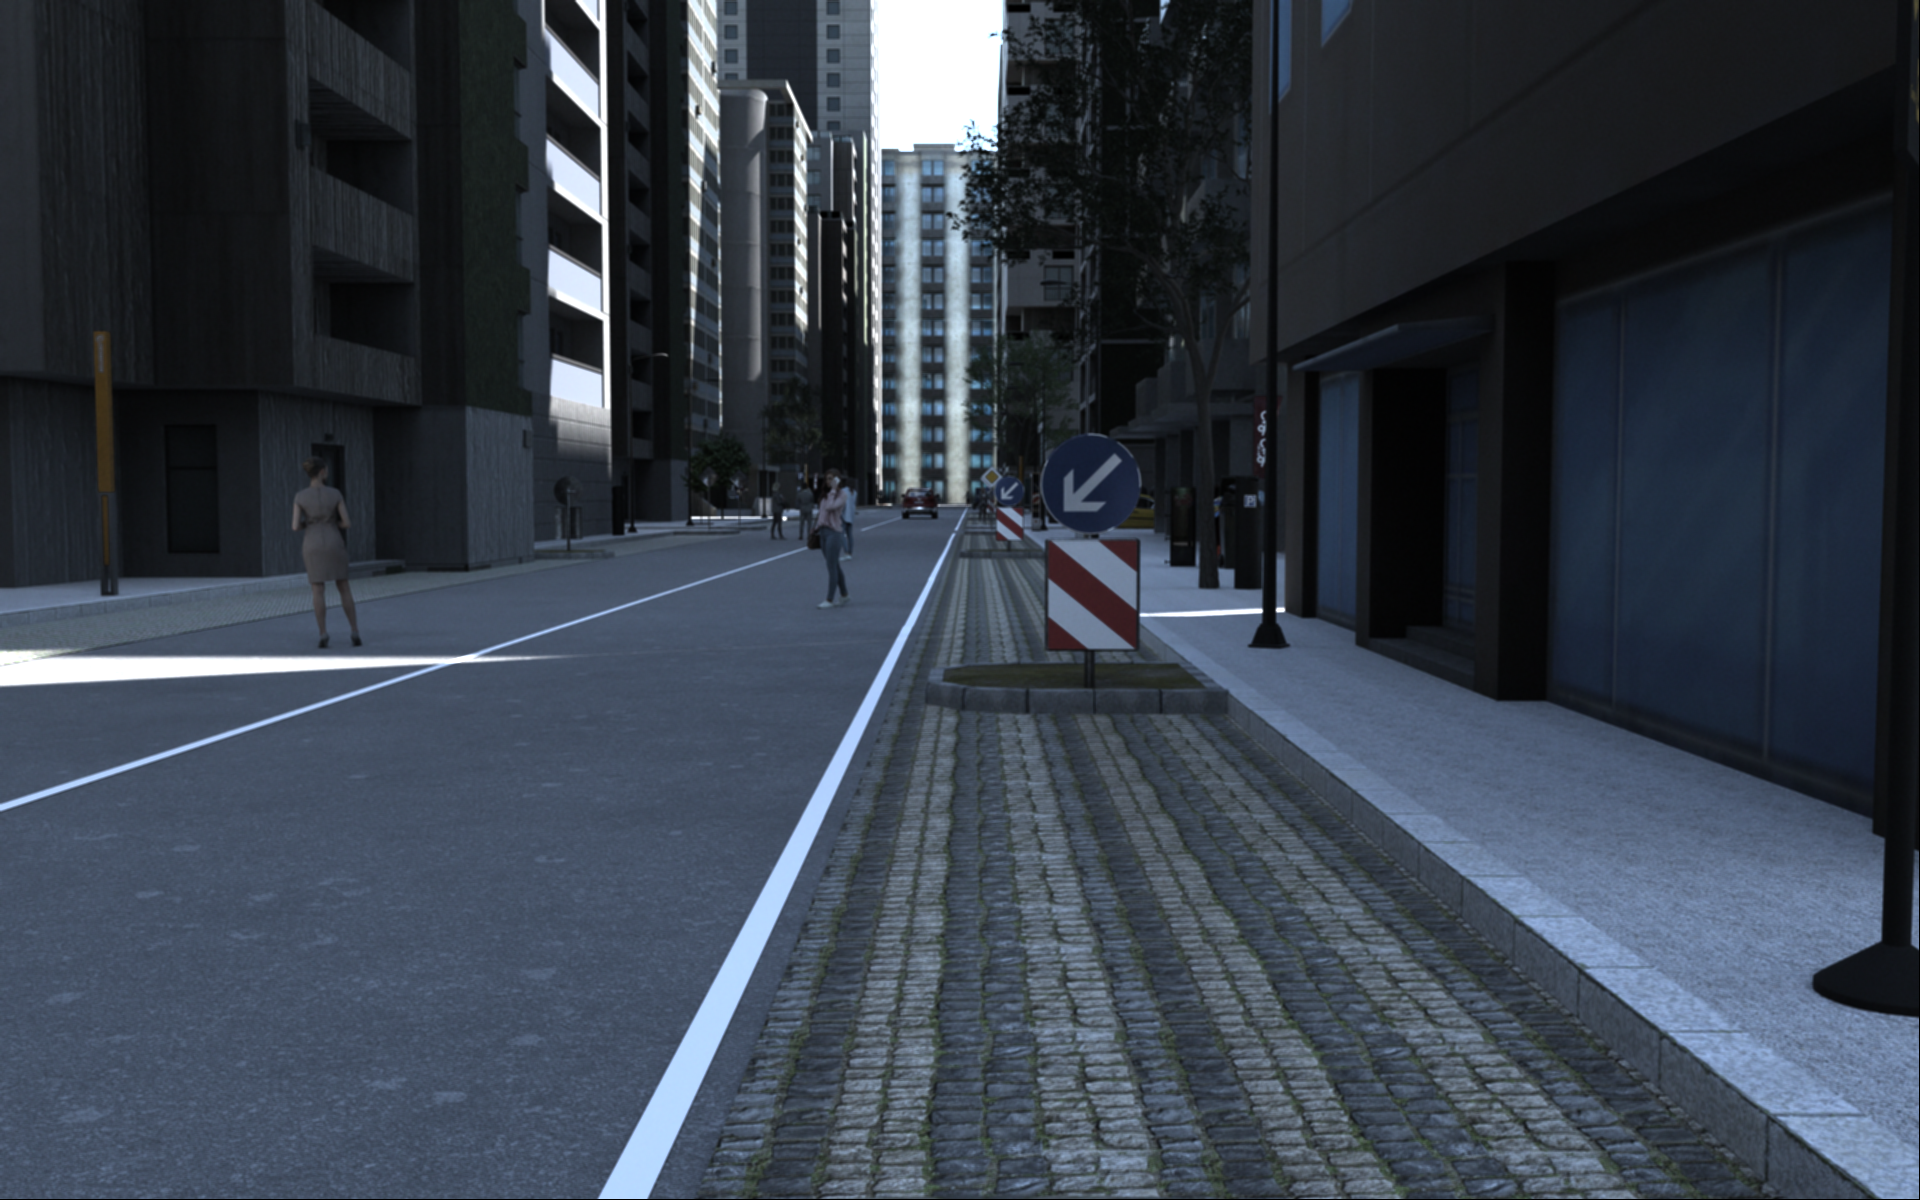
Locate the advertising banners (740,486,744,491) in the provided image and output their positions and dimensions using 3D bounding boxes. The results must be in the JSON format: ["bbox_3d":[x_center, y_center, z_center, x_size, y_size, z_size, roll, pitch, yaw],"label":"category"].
[{"bbox_3d":[-16.161,-8.383,133.250,2.074,3.025,0.090,-2,4,-32],"label":"advertising banners"}]

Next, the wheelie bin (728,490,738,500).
[{"bbox_3d":[-16.136,-6.998,122.328,0.980,1.594,0.693,-1,4,-9],"label":"wheelie bin"}]

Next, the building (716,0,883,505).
[{"bbox_3d":[-20.220,-47.136,208.920,20.611,71.187,20.563,0,4,0],"label":"building"}]

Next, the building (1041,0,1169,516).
[{"bbox_3d":[15.093,-39.997,92.200,20.563,71.187,20.611,0,4,0],"label":"building"}]

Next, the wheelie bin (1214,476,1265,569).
[{"bbox_3d":[4.843,-1.341,29.836,0.980,1.594,0.693,0,4,-1],"label":"wheelie bin"}]

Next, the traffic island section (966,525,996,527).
[{"bbox_3d":[1.219,-2.886,69.460,2.009,0.180,2.903,0,4,0],"label":"traffic island section"}]

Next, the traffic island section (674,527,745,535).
[{"bbox_3d":[-8.936,-2.402,61.561,2.009,0.180,2.903,0,4,0],"label":"traffic island section"}]

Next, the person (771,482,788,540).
[{"bbox_3d":[-5.710,-2.806,54.564,0.526,1.800,0.537,-1,4,-10],"label":"person"}]

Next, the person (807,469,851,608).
[{"bbox_3d":[-1.587,-0.784,21.904,0.643,1.750,0.593,-2,4,-35],"label":"person"}]

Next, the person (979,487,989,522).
[{"bbox_3d":[1.227,-4.892,88.660,0.537,1.800,0.526,0,4,8],"label":"person"}]

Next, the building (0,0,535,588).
[{"bbox_3d":[-16.022,-15.718,28.693,14.160,30.474,14.107,0,4,0],"label":"building"}]

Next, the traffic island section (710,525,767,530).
[{"bbox_3d":[-8.872,-2.891,69.546,2.009,0.180,2.903,0,4,0],"label":"traffic island section"}]

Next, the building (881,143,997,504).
[{"bbox_3d":[-3.587,-37.873,238.830,30.456,49.044,23.786,0,4,0],"label":"building"}]

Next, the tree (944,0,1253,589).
[{"bbox_3d":[3.522,-5.456,23.616,8.767,10.594,7.601,1,4,18],"label":"tree"}]

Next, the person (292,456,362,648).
[{"bbox_3d":[-5.910,-0.448,16.162,0.599,1.781,0.374,-1,4,-23],"label":"person"}]

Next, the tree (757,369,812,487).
[{"bbox_3d":[-11.699,-11.972,130.148,7.601,10.594,8.767,0,4,6],"label":"tree"}]

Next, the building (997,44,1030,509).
[{"bbox_3d":[14.620,-34.032,180.132,21.300,48.544,21.600,0,4,0],"label":"building"}]

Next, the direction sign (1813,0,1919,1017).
[{"bbox_3d":[2.389,-0.754,4.320,0.379,3.537,0.876,2,4,35],"label":"direction sign"}]

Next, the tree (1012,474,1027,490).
[{"bbox_3d":[4.927,-9.347,147.425,1.663,3.219,1.824,0,3,0],"label":"tree"}]

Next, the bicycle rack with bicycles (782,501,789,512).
[{"bbox_3d":[-13.567,-6.905,126.279,2.852,0.926,2.925,3,5,41],"label":"bicycle rack with bicycles"}]

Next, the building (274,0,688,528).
[{"bbox_3d":[-20.357,-18.674,77.027,14.160,30.474,14.107,0,4,0],"label":"building"}]

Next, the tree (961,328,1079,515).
[{"bbox_3d":[3.831,-11.179,108.527,9.928,11.665,9.643,0,3,0],"label":"tree"}]

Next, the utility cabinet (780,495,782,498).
[{"bbox_3d":[-15.294,-8.110,143.766,1.020,1.237,0.306,1,4,14],"label":"utility cabinet"}]

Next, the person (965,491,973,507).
[{"bbox_3d":[0.919,-11.037,189.734,0.721,1.735,1.217,-3,5,-44],"label":"person"}]

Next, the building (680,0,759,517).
[{"bbox_3d":[-27.631,-25.193,103.789,32.217,40.220,23.993,0,4,0],"label":"building"}]

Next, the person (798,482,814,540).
[{"bbox_3d":[-4.856,-2.808,54.594,0.511,1.800,0.466,-1,4,-10],"label":"person"}]

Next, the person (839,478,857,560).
[{"bbox_3d":[-2.452,-1.764,37.613,0.793,1.790,0.793,0,4,1],"label":"person"}]

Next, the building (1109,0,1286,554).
[{"bbox_3d":[16.537,-26.015,44.954,23.786,49.044,30.456,0,4,0],"label":"building"}]

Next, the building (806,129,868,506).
[{"bbox_3d":[-17.583,-30.928,189.272,14.154,41.232,14.086,0,4,0],"label":"building"}]

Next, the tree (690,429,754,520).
[{"bbox_3d":[-11.982,-6.327,87.166,4.285,4.588,4.351,0,3,0],"label":"tree"}]

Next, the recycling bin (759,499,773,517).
[{"bbox_3d":[-10.848,-5.199,97.553,0.722,1.027,0.722,1,4,21],"label":"recycling bin"}]

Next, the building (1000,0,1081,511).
[{"bbox_3d":[16.631,-32.822,125.886,28.713,52.752,27.495,0,4,0],"label":"building"}]

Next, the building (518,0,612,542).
[{"bbox_3d":[-25.301,-31.067,49.950,28.212,58.520,21.231,0,4,0],"label":"building"}]

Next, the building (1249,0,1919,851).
[{"bbox_3d":[10.042,-22.060,10.797,14.600,45.320,14.200,0,4,0],"label":"building"}]

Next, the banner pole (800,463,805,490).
[{"bbox_3d":[-12.619,-9.152,139.645,0.863,3.779,0.401,0,4,3],"label":"banner pole"}]

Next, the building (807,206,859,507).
[{"bbox_3d":[-17.809,-24.699,175.531,14.160,30.474,14.107,0,4,0],"label":"building"}]

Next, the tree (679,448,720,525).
[{"bbox_3d":[-10.984,-4.772,72.631,1.663,3.219,1.824,0,3,0],"label":"tree"}]

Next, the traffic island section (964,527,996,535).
[{"bbox_3d":[1.155,-2.397,61.475,2.009,0.180,2.903,0,4,0],"label":"traffic island section"}]

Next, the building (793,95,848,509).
[{"bbox_3d":[-26.643,-28.404,156.289,32.217,40.220,23.993,0,4,0],"label":"building"}]
